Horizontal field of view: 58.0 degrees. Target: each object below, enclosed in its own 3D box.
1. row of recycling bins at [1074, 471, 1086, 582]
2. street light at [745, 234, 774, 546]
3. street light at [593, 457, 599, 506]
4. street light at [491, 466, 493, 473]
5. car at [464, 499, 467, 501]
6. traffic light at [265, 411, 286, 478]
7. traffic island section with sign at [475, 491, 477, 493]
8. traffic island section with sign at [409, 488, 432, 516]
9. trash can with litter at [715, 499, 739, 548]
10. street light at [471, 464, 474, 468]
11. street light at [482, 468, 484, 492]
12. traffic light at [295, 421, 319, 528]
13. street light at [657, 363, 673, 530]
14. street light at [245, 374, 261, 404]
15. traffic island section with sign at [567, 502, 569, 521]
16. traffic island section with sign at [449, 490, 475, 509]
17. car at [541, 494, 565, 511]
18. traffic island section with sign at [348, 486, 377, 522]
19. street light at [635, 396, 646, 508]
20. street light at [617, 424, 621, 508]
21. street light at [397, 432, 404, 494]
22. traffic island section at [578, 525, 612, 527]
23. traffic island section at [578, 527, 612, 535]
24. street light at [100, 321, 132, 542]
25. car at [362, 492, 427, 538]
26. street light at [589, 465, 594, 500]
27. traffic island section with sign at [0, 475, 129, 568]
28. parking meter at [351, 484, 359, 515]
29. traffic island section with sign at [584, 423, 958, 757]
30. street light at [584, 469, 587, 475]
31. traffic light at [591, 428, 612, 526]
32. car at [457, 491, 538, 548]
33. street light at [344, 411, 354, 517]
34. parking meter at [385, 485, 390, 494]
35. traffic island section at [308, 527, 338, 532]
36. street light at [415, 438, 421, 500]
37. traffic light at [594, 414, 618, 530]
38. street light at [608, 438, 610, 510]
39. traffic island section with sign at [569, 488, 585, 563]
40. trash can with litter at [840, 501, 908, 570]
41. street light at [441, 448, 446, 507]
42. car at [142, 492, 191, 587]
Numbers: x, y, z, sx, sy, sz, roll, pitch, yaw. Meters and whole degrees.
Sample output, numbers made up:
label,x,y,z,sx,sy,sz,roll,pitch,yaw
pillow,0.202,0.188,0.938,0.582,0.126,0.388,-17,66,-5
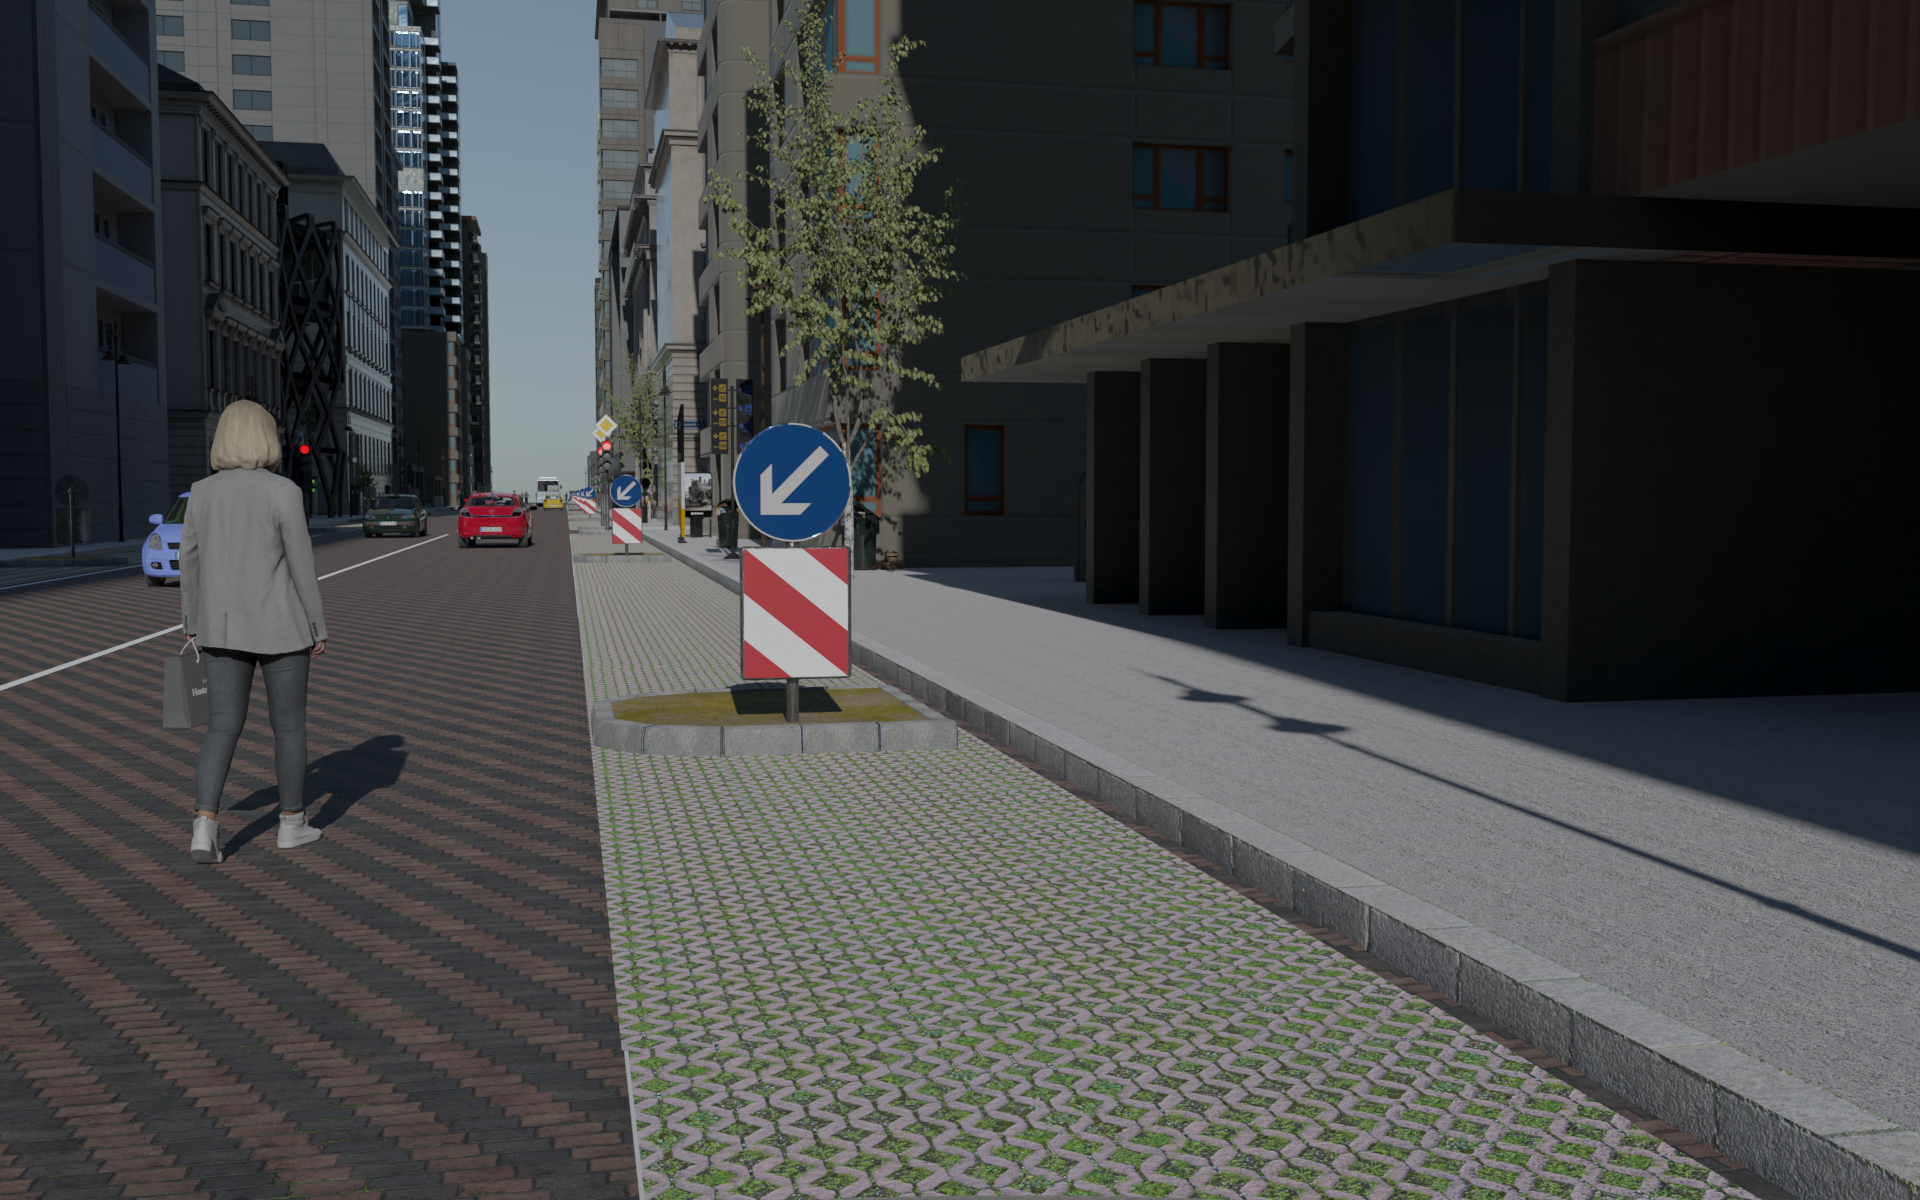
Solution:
label,x,y,z,sx,sy,sz,roll,pitch,yaw
row of recycling bins,3.276,-1.155,26.002,3.534,1.692,1.069,-2,4,-28
street light,-3.506,-3.548,30.799,0.468,5.910,1.993,-1,4,-13
street light,-38.983,-13.091,186.831,0.468,5.910,1.993,-1,4,-13
street light,-76.088,-18.887,281.583,0.468,5.910,1.993,-1,4,-13
car,-30.711,-6.245,111.142,2.155,1.783,4.494,-1,4,-13
traffic light,-23.234,-4.256,58.514,0.839,4.253,0.868,-1,4,-13
traffic island section with sign,-53.265,-11.110,190.282,1.989,1.847,2.006,-1,4,-13
traffic island section with sign,-36.018,-6.477,114.527,1.989,1.847,2.006,-1,4,-13
trash can with litter,-5.604,-1.818,41.116,0.624,1.170,1.055,-1,4,-20
street light,-62.570,-15.245,222.040,0.468,5.910,1.993,-1,4,-13
street light,-69.319,-17.068,251.854,0.468,5.910,1.993,-1,4,-13
traffic light,-25.007,-4.733,66.301,0.839,4.253,0.868,-1,4,-13
street light,-10.396,-5.400,61.072,0.468,5.910,1.993,-1,4,-13
street light,-27.184,-5.741,66.648,0.468,5.910,1.993,-1,4,-13
traffic island section with sign,-19.598,-5.047,91.144,1.989,1.847,2.006,-1,4,-13
traffic island section with sign,-47.287,-9.503,163.995,1.989,1.847,2.006,-1,4,-13
car,-35.437,-8.603,150.879,2.015,1.641,3.980,-1,4,-14
traffic island section with sign,-30.028,-4.869,88.235,1.989,1.847,2.006,-1,4,-13
street light,-15.120,-6.677,81.960,0.468,5.910,1.993,-1,4,-13
street light,-22.060,-8.533,112.307,0.468,5.910,1.993,-1,4,-13
street light,-40.728,-9.381,126.159,0.468,5.910,1.993,-1,4,-13
traffic island section,-14.183,-2.851,68.887,2.009,0.180,2.903,-1,4,-13
traffic island section,-12.410,-2.374,61.100,2.009,0.180,2.903,-1,4,-13
street light,-22.501,-4.496,46.302,0.468,5.910,1.993,-1,4,-13
car,-18.898,-2.948,57.985,2.009,1.686,4.222,-1,4,-11
street light,-45.860,-14.924,216.801,0.468,5.910,1.993,-1,4,-13
traffic island section with sign,-17.799,-1.586,34.553,1.989,1.847,2.006,-1,4,-13
parking meter,-36.274,-6.000,103.813,0.399,1.863,0.255,1,4,15
traffic island section with sign,-1.199,-0.107,10.376,1.989,1.847,2.006,-1,4,-13
street light,-57.382,-18.040,267.747,0.468,5.910,1.993,-1,4,-13
traffic light,-14.225,-4.883,68.764,0.839,4.253,0.868,-1,4,-13
car,-12.695,-2.348,47.438,2.155,1.783,4.494,-1,4,-11
street light,-33.966,-7.559,96.374,0.468,5.910,1.993,-1,4,-13
parking meter,-36.811,-6.465,111.413,0.255,1.863,0.399,0,4,3
traffic island section,-25.049,-2.700,66.426,2.009,0.180,2.903,-1,4,-13
street light,-44.306,-10.340,141.851,0.468,5.910,1.993,-1,4,-13
traffic light,-12.452,-4.407,60.977,0.839,4.253,0.868,-1,4,-13
street light,-28.794,-10.352,142.044,0.468,5.910,1.993,-1,4,-13
traffic island section with sign,-7.190,-1.714,36.660,1.989,1.847,2.006,-1,4,-13
trash can with litter,-1.455,-1.099,29.349,1.055,1.170,0.624,-2,4,-27
street light,-51.210,-12.172,171.799,0.468,5.910,1.993,-1,4,-13
car,-11.994,-1.130,28.075,1.945,1.707,3.694,-1,4,-11
